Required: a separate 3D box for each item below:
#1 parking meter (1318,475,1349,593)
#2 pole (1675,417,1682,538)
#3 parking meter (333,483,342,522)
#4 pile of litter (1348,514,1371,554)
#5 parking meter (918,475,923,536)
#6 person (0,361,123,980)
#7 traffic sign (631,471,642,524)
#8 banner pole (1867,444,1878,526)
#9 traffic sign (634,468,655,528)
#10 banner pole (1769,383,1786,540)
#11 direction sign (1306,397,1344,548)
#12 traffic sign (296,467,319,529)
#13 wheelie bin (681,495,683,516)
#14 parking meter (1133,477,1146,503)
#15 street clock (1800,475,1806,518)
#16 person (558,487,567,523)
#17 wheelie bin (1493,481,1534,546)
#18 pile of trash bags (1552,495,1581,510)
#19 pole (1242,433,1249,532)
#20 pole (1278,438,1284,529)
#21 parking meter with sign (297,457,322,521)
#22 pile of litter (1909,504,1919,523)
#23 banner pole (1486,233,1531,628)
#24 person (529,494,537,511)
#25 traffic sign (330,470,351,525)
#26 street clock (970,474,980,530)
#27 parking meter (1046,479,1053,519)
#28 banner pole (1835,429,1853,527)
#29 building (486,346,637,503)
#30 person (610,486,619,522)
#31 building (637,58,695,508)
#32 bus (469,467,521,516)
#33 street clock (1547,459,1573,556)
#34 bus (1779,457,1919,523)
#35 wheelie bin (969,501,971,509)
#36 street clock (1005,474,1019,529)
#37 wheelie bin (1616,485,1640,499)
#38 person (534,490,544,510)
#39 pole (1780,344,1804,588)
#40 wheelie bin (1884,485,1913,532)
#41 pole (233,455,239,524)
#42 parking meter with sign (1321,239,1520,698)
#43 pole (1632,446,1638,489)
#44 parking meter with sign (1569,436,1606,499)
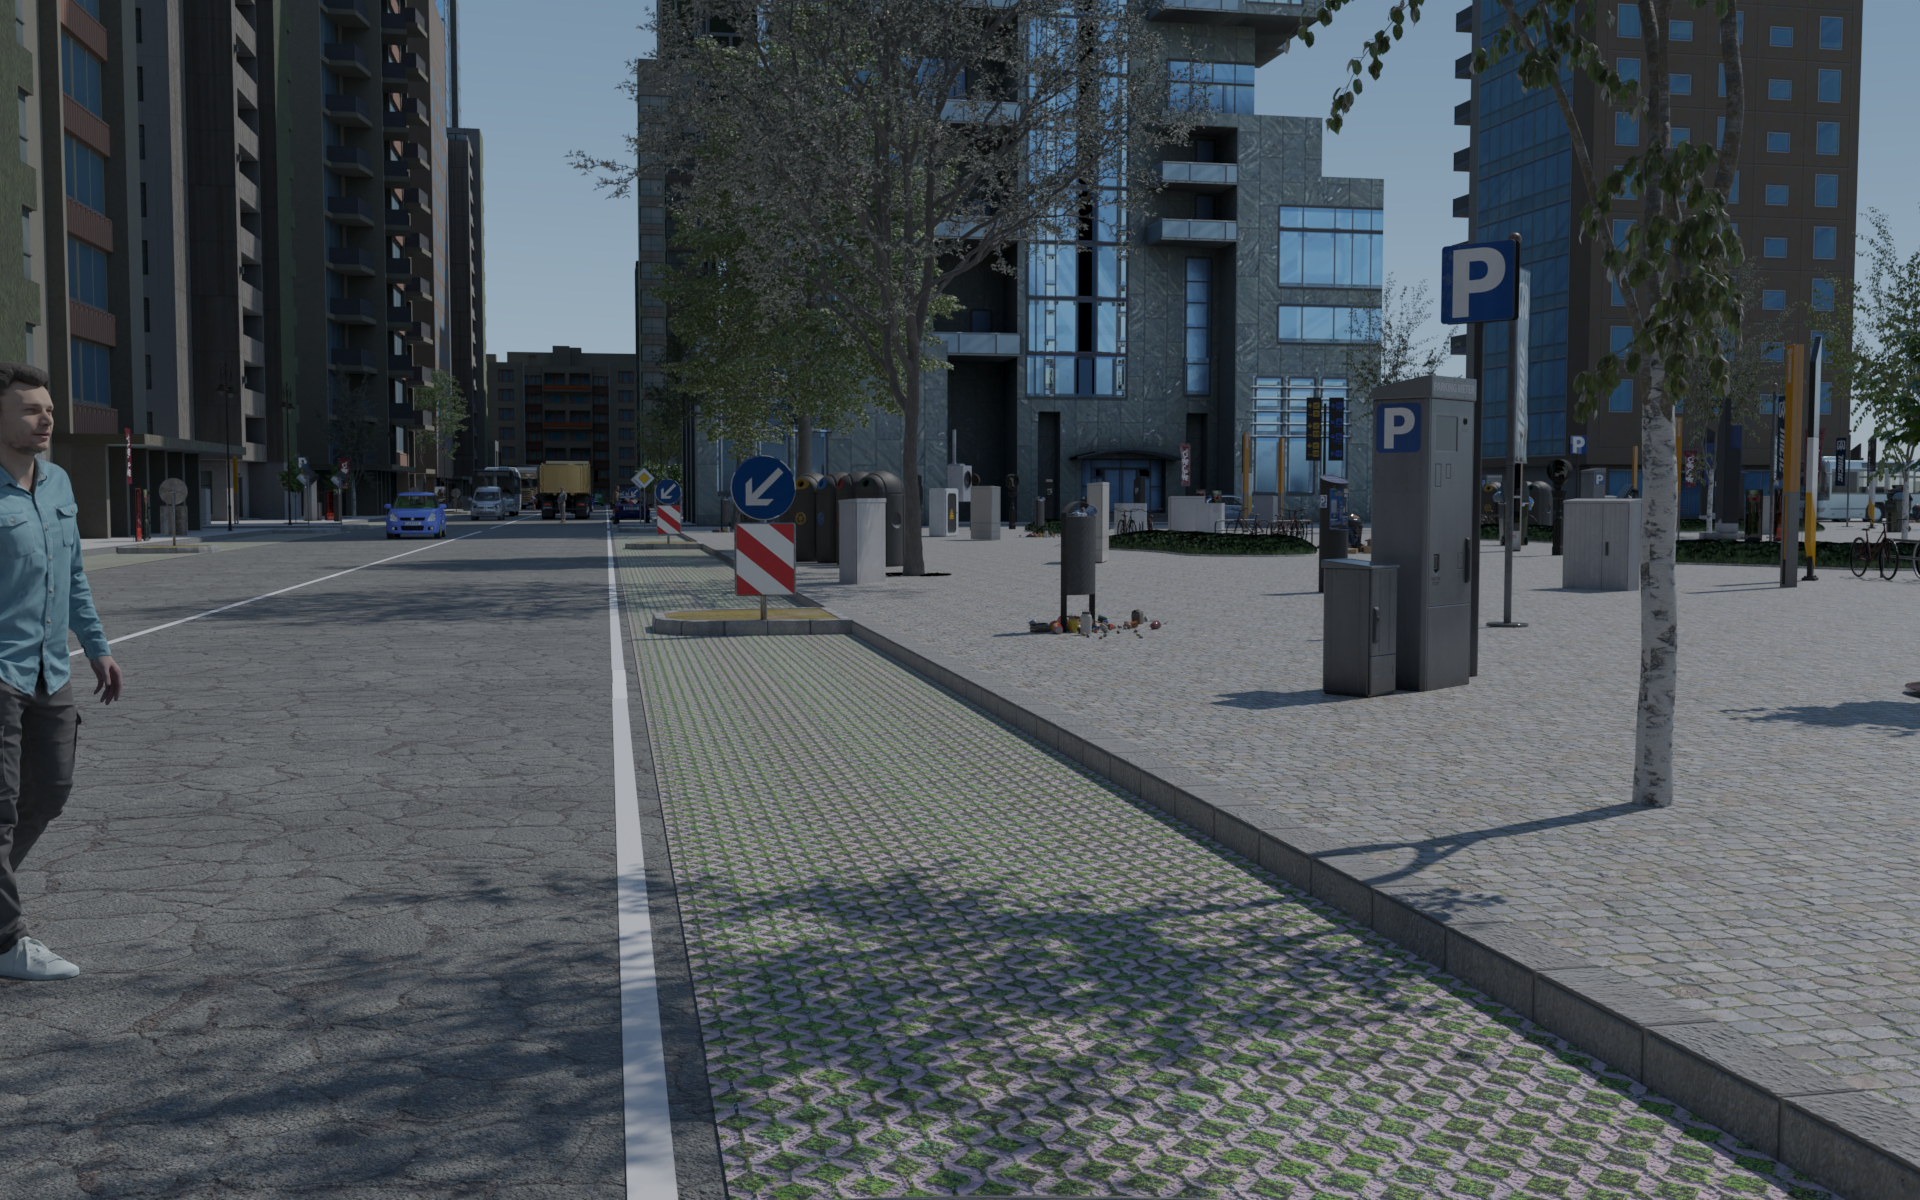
[{"bbox_3d":[4.877,-0.868,22.607,0.372,1.533,0.369,0,3,0],"label":"parking meter"},{"bbox_3d":[19.042,-3.188,45.974,0.158,3.312,0.155,0,3,0],"label":"pole"},{"bbox_3d":[-28.894,-4.567,80.383,0.255,1.863,0.399,0,4,5],"label":"parking meter"},{"bbox_3d":[8.786,-1.455,37.755,1.719,0.858,1.176,-1,4,-21],"label":"pile of litter"},{"bbox_3d":[-1.202,-2.474,46.158,0.399,1.863,0.255,-1,4,-14],"label":"parking meter"},{"bbox_3d":[-2.909,0.200,5.247,0.620,1.820,0.660,1,4,9],"label":"person"},{"bbox_3d":[-13.627,-4.293,73.829,0.795,2.450,0.064,-1,4,-12],"label":"traffic sign"},{"bbox_3d":[36.483,-4.851,69.337,0.401,3.779,0.863,0,4,4],"label":"banner pole"},{"bbox_3d":[-12.029,-3.814,66.005,0.795,2.450,0.064,-1,4,-12],"label":"traffic sign"},{"bbox_3d":[18.396,-2.992,38.938,0.401,3.779,0.863,0,4,-4],"label":"banner pole"},{"bbox_3d":[8.545,-2.974,40.621,0.876,3.537,0.379,0,4,-1],"label":"direction sign"},{"bbox_3d":[-23.932,-3.667,63.602,0.795,2.450,0.064,-1,4,-12],"label":"traffic sign"},{"bbox_3d":[-15.351,-5.510,97.991,0.693,1.594,0.980,0,4,4],"label":"wheelie bin"},{"bbox_3d":[6.093,-3.249,58.830,0.255,1.863,0.399,-2,4,-33],"label":"parking meter"},{"bbox_3d":[31.429,-3.655,64.334,0.471,2.002,0.358,-2,4,-33],"label":"street clock"},{"bbox_3d":[-19.794,-4.720,85.949,0.520,1.790,0.573,1,4,15],"label":"person"},{"bbox_3d":[13.807,-2.166,43.316,0.980,1.594,0.693,0,4,5],"label":"wheelie bin"},{"bbox_3d":[24.544,-3.785,71.633,3.447,1.369,1.912,3,4,38],"label":"pile of trash bags"},{"bbox_3d":[9.540,-3.912,57.808,0.158,3.312,0.155,0,3,0],"label":"pole"},{"bbox_3d":[11.687,-4.234,63.062,0.158,3.312,0.155,0,3,0],"label":"pole"},{"bbox_3d":[-30.850,-5.259,82.251,0.543,3.016,1.738,0,4,1],"label":"parking meter with sign"},{"bbox_3d":[42.883,-3.869,77.224,1.719,0.858,1.176,1,4,9],"label":"pile of litter"},{"bbox_3d":[5.434,-1.644,16.896,0.401,3.779,0.863,2,4,31],"label":"banner pole"},{"bbox_3d":[-36.384,-8.304,147.497,0.421,1.427,0.697,3,5,42],"label":"person"},{"bbox_3d":[-25.531,-4.146,71.426,0.795,2.450,0.064,-1,4,-12],"label":"traffic sign"},{"bbox_3d":[0.460,-3.472,61.339,0.471,2.002,0.358,1,4,14],"label":"street clock"},{"bbox_3d":[3.534,-3.844,68.560,0.255,1.863,0.399,0,4,0],"label":"parking meter"},{"bbox_3d":[34.365,-4.730,67.351,0.401,3.779,0.863,-1,4,-21],"label":"banner pole"},{"bbox_3d":[-54.556,-24.260,241.686,28.899,21.520,27.650,-1,4,-12],"label":"building"},{"bbox_3d":[-17.249,-4.792,86.759,0.656,1.842,0.836,2,4,29],"label":"person"},{"bbox_3d":[-23.940,-29.605,167.642,14.154,41.232,14.086,-1,4,-12],"label":"building"},{"bbox_3d":[-30.634,-7.332,114.740,2.948,3.499,13.247,-1,4,-12],"label":"bus"},{"bbox_3d":[12.506,-1.932,36.165,0.471,2.002,0.358,3,5,44],"label":"street clock"},{"bbox_3d":[44.704,-5.300,81.516,13.247,3.499,2.948,-1,4,-12],"label":"bus"},{"bbox_3d":[0.116,-5.518,98.122,0.693,1.594,0.980,-3,4,-36],"label":"wheelie bin"},{"bbox_3d":[1.899,-3.571,62.963,0.471,2.002,0.358,-3,4,-38],"label":"street clock"},{"bbox_3d":[22.217,-3.037,57.571,0.693,1.594,0.980,0,4,-3],"label":"wheelie bin"},{"bbox_3d":[-37.676,-8.975,155.379,1.348,1.807,0.705,0,4,-1],"label":"person"},{"bbox_3d":[11.407,-1.829,23.749,0.158,3.312,0.155,0,3,0],"label":"pole"},{"bbox_3d":[31.583,-3.082,58.304,0.693,1.594,0.980,0,4,-7],"label":"wheelie bin"},{"bbox_3d":[-31.030,-4.914,74.183,0.158,3.312,0.155,0,3,0],"label":"pole"},{"bbox_3d":[3.050,-0.933,11.512,0.543,3.016,1.738,3,5,43],"label":"parking meter with sign"},{"bbox_3d":[28.662,-4.879,73.614,0.158,3.312,0.155,0,3,0],"label":"pole"},{"bbox_3d":[18.610,-3.345,50.959,0.543,3.016,1.738,-1,4,-12],"label":"parking meter with sign"}]
